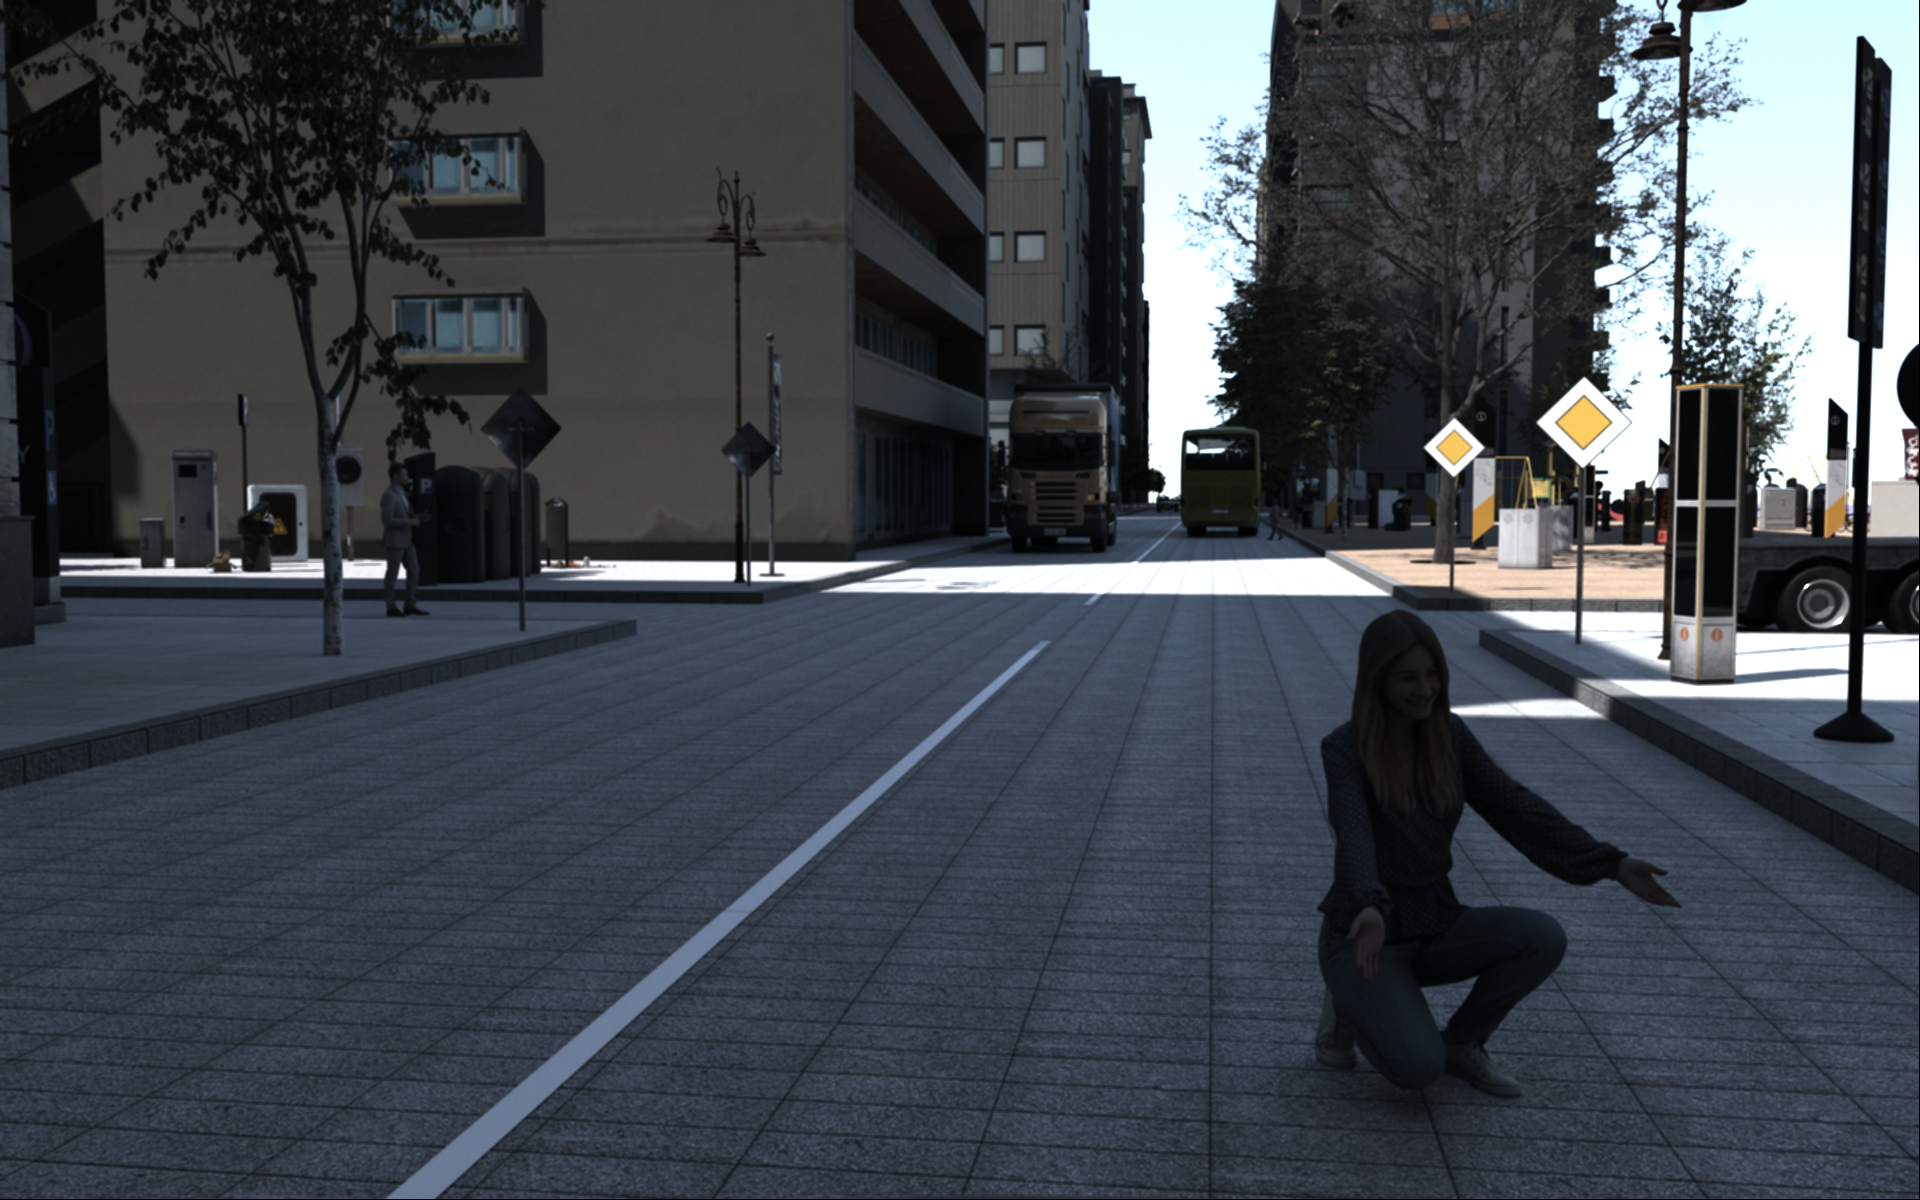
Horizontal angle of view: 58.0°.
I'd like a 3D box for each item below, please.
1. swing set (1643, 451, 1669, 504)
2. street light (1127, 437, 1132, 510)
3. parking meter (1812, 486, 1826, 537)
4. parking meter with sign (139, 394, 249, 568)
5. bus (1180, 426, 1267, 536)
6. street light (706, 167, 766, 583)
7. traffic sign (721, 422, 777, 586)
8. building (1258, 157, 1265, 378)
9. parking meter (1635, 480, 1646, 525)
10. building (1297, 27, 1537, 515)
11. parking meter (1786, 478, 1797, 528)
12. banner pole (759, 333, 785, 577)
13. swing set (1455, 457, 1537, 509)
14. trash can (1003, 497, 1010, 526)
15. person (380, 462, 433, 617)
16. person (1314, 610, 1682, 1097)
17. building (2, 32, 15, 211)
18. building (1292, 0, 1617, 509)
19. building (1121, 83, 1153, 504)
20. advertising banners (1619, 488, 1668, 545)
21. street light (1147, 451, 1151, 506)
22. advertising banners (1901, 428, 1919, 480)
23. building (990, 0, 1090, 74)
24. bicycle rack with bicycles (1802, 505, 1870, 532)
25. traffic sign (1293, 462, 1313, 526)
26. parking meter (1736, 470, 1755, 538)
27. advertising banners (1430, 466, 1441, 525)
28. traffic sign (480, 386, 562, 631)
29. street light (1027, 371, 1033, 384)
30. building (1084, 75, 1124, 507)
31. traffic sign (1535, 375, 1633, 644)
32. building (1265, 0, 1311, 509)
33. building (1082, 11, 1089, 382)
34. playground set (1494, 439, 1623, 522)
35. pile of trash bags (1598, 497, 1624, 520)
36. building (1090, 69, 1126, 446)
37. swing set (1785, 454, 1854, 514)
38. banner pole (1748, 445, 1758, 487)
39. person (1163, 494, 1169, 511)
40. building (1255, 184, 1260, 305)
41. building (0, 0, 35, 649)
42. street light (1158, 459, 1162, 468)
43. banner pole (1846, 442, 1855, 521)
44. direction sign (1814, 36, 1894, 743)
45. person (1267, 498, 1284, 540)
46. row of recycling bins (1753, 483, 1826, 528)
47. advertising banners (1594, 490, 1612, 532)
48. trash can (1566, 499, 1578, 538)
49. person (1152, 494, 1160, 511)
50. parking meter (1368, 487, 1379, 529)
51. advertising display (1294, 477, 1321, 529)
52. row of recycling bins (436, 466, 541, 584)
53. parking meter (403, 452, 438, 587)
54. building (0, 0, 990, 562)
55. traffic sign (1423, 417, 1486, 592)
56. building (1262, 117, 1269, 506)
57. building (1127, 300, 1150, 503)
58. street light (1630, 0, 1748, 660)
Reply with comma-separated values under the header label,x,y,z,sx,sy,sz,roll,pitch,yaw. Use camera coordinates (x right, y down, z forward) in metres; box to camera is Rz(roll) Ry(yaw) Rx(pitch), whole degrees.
label,x,y,z,sx,sy,sz,roll,pitch,yaw
swing set,24.345,-3.706,58.219,2.862,2.851,3.119,0,4,5
street light,13.750,-10.279,140.847,0.468,5.910,1.993,1,4,8
parking meter,25.656,-2.648,51.703,0.372,1.533,0.369,0,3,0
parking meter with sign,-13.318,-2.071,30.118,1.738,3.016,0.543,-1,4,-14
bus,9.469,-4.303,61.897,2.896,3.916,12.252,1,4,10
street light,-3.192,-3.189,24.922,0.468,5.910,1.993,1,4,8
traffic sign,-2.939,-1.249,24.069,0.795,2.450,0.064,1,4,8
building,45.780,-35.089,223.819,14.600,45.320,14.200,1,4,8
parking meter,28.414,-4.080,72.415,0.399,1.863,0.255,3,5,41
building,28.834,-20.818,112.077,14.160,30.474,14.107,1,4,8
parking meter,30.172,-3.498,62.897,0.255,1.863,0.399,0,4,3
banner pole,-2.911,-2.277,27.251,0.401,3.779,0.863,1,4,9
swing set,22.617,-4.608,72.957,3.119,2.851,2.862,0,4,-4
trash can,2.048,-3.486,68.648,0.748,1.137,0.748,0,3,0
person,-6.489,-0.709,20.292,0.583,1.804,0.606,0,4,-2
person,1.228,0.602,4.163,1.012,1.151,0.738,-1,4,-16
building,-39.057,-12.123,43.258,28.899,21.520,27.650,1,4,8
building,36.775,-29.211,132.231,22.147,44.769,28.867,1,4,8
building,10.450,-39.108,228.653,28.713,52.752,27.495,1,4,8
advertising banners,17.587,-2.878,43.247,2.074,3.025,0.090,1,4,11
street light,19.929,-12.862,183.075,0.468,5.910,1.993,1,4,8
advertising banners,25.854,-3.016,45.500,2.074,3.025,0.090,2,4,30
building,-5.592,-32.129,114.552,28.713,52.752,27.495,1,4,8
bicycle rack with bicycles,30.363,-2.752,58.378,2.852,0.926,2.925,-1,4,-13
traffic sign,13.575,-4.189,68.592,0.768,2.556,0.104,1,4,15
parking meter,18.751,-2.181,41.368,0.399,1.863,0.255,-2,4,-28
advertising banners,19.907,-4.652,72.245,0.090,3.025,2.074,0,4,3
traffic sign,-4.095,-0.766,16.168,0.795,2.450,0.064,1,4,8
street light,2.625,-5.669,65.470,0.468,5.910,1.993,1,4,8
building,8.148,-29.482,165.627,14.154,41.232,14.086,1,4,8
traffic sign,5.296,-0.681,14.778,0.795,2.450,0.064,1,4,8
building,39.091,-32.632,157.232,21.300,48.544,21.600,1,4,8
building,0.512,-50.761,142.618,22.319,86.520,31.000,1,4,8
playground set,28.167,-5.800,81.602,5.637,4.214,5.302,1,4,12
pile of trash bags,32.017,-4.738,87.222,3.447,1.369,1.912,1,4,18
building,7.525,-35.472,199.574,23.786,49.044,30.456,1,4,8
swing set,34.288,-4.384,69.298,2.862,2.851,3.119,1,4,9
banner pole,35.384,-5.363,77.698,0.401,3.779,0.863,-2,4,-33
person,17.838,-8.429,149.551,0.697,1.427,0.421,0,4,4
building,52.155,-37.803,241.775,21.300,48.544,21.600,1,4,8
building,-20.708,-13.020,10.146,25.104,27.353,12.463,1,4,8
street light,25.900,-15.377,224.207,0.468,5.910,1.993,1,4,8
banner pole,42.771,-5.682,82.923,0.863,3.779,0.401,1,4,23
direction sign,4.701,-1.040,9.006,0.379,3.537,0.876,3,4,36
person,9.750,-2.500,53.647,0.640,1.303,0.475,3,5,39
row of recycling bins,31.633,-3.627,66.410,3.534,1.692,1.069,2,4,33
advertising banners,21.881,-3.885,59.710,0.090,3.025,2.074,-1,4,-11
trash can,18.152,-2.394,50.800,0.748,1.137,0.748,0,3,0
person,16.703,-8.229,146.265,0.991,1.433,0.599,-1,4,-15
parking meter,15.268,-3.396,63.941,0.372,1.533,0.369,0,3,0
advertising display,12.940,-3.627,64.513,0.974,1.923,0.123,-1,4,-10
row of recycling bins,-7.207,-1.183,26.462,1.069,1.692,3.534,0,4,3
parking meter,-7.521,-1.126,24.129,0.255,1.863,0.399,3,4,37
building,-11.156,-25.645,42.996,21.300,48.544,21.600,1,4,8
traffic sign,6.453,-1.164,22.679,0.795,2.450,0.064,1,4,8
building,40.199,-30.915,189.053,14.154,41.232,14.086,1,4,8
building,19.906,-29.190,248.963,14.160,30.474,14.107,1,4,8
street light,5.511,-2.476,13.268,0.468,5.910,1.993,1,4,8
